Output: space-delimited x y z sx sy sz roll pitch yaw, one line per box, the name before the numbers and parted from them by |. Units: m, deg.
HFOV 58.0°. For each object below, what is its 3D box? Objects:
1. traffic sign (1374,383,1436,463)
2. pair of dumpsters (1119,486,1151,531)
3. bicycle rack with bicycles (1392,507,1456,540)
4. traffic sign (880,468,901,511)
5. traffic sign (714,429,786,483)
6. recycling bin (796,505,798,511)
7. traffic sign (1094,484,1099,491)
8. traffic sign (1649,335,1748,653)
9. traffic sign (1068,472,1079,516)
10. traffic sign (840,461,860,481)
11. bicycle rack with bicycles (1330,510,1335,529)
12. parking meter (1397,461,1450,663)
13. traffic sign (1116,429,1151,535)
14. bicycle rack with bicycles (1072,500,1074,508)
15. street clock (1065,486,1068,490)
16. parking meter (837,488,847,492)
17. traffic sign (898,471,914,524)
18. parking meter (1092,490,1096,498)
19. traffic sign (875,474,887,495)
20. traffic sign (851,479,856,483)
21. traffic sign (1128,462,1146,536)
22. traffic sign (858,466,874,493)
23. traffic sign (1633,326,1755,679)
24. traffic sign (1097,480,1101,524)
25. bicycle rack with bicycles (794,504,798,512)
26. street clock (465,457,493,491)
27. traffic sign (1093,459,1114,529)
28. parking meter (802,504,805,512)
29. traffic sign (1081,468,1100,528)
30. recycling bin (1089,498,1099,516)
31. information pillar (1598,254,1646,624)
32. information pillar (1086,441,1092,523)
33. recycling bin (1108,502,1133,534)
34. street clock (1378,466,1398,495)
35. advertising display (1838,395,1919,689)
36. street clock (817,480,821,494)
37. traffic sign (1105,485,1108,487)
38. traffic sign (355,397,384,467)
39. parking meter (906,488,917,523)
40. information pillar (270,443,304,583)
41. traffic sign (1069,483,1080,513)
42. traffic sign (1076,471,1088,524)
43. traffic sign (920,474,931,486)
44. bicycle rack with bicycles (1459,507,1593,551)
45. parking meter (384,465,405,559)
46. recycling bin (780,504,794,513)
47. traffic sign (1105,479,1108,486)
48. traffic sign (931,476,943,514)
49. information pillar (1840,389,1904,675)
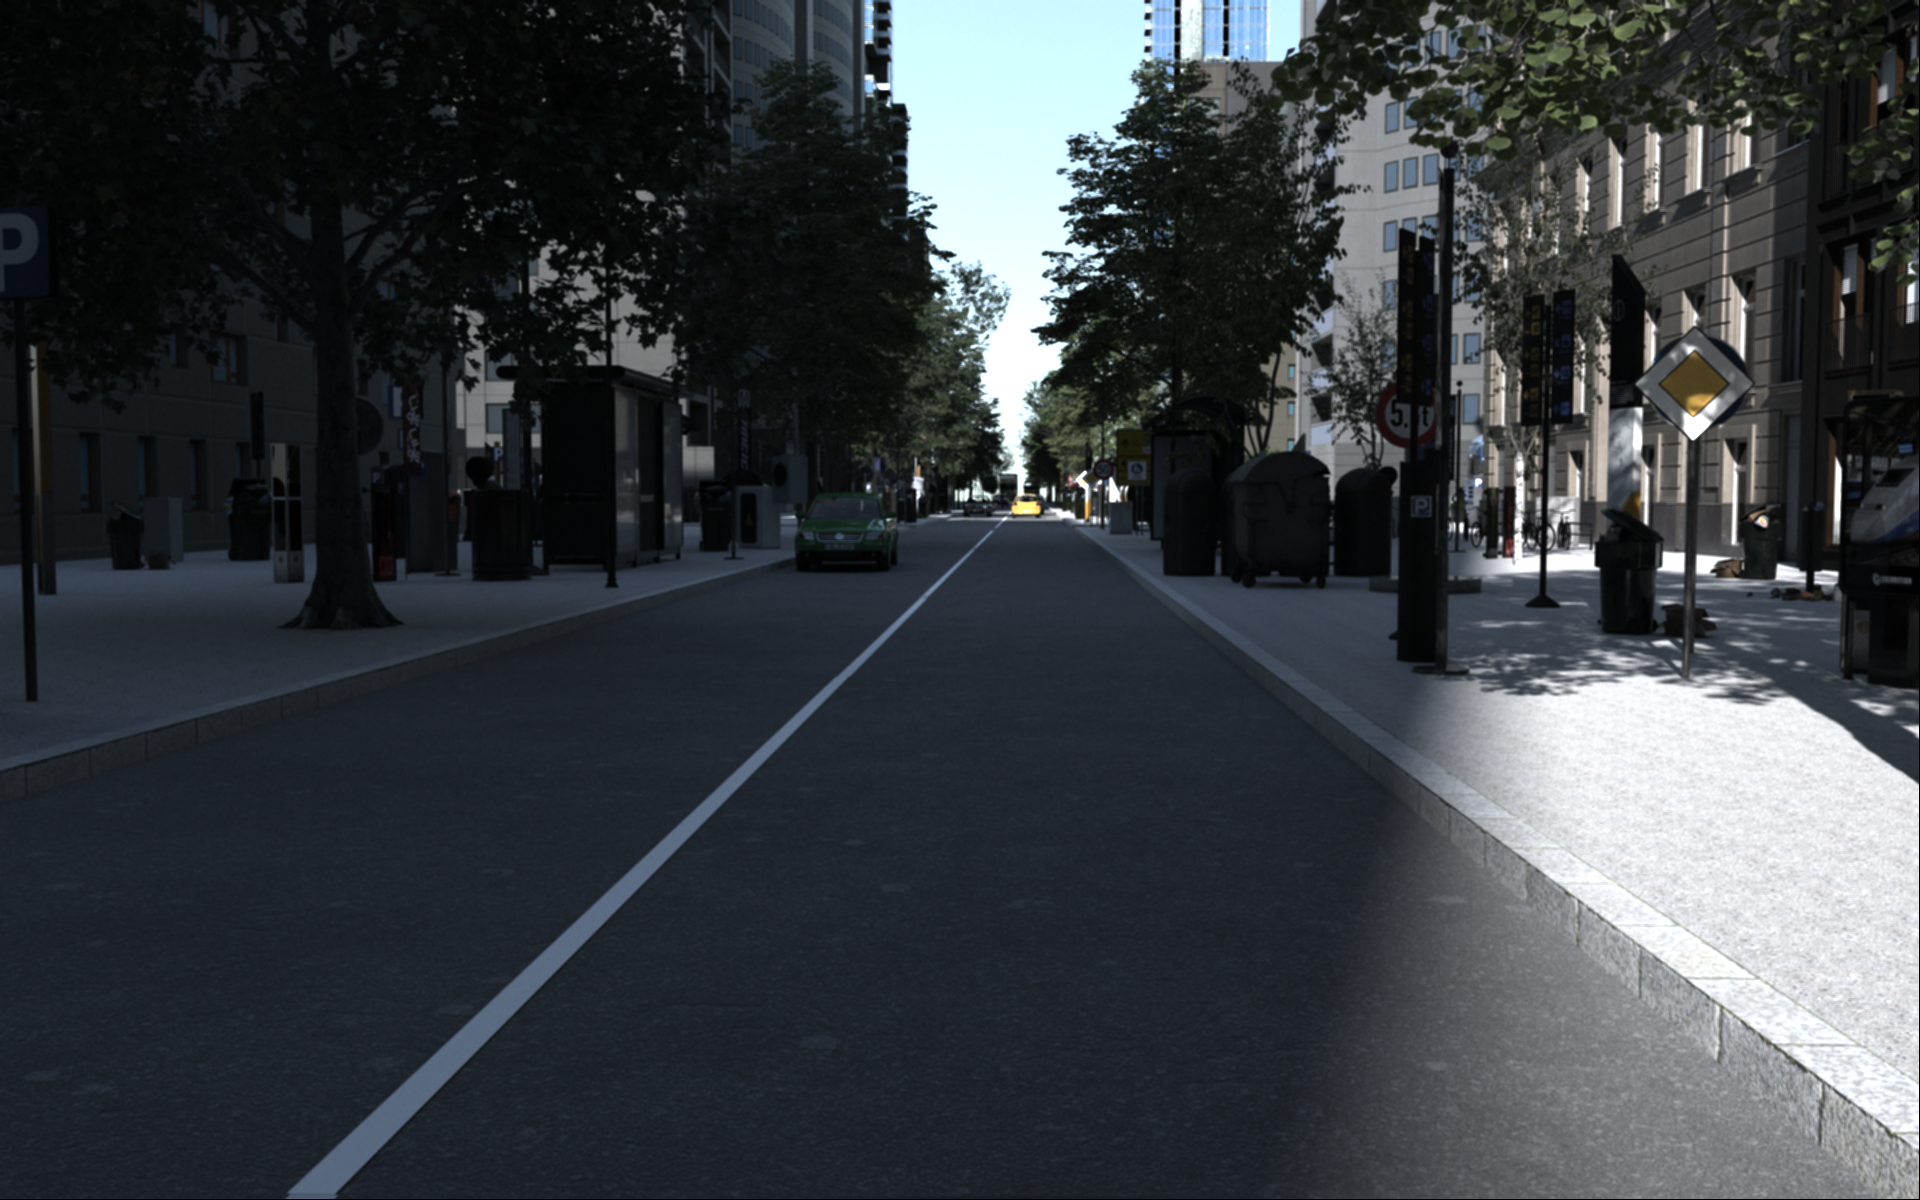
traffic sign | 4.995 -1.176 19.328 0.768 2.556 0.104 0 4 4
pair of dumpsters | 6.551 -3.607 61.469 1.574 2.255 4.437 0 4 2
bicycle rack with bicycles | 13.067 -2.128 48.168 2.852 0.926 2.925 1 4 19
traffic sign | -2.670 -3.836 66.360 0.795 2.450 0.064 0 4 2
traffic sign | -6.537 -3.674 53.935 2.265 3.308 0.079 0 4 4
recycling bin | -11.724 -7.096 128.566 0.722 1.027 0.722 -2 4 -26
traffic sign | 9.585 -7.500 122.726 0.768 2.556 0.104 0 4 8
traffic sign | 5.886 -0.844 13.912 0.768 2.556 0.104 1 4 10
traffic sign | 6.777 -6.238 102.101 0.768 2.556 0.104 1 4 9
traffic sign | -4.234 -4.075 66.730 0.768 2.556 0.104 0 4 6
bicycle rack with bicycles | 12.889 -3.019 62.739 2.925 0.926 2.852 2 4 25
parking meter | 3.561 -0.299 13.307 0.372 1.533 0.369 0 3 0
traffic sign | 6.001 -3.675 53.957 2.265 3.308 0.079 0 4 3
bicycle rack with bicycles | 10.460 -7.982 143.894 2.925 0.926 2.852 1 4 18
street clock | 9.170 -8.727 147.254 0.471 2.002 0.358 -1 4 -12
parking meter | -4.570 -3.590 67.110 0.372 1.533 0.369 0 3 0
traffic sign | -2.346 -4.324 74.339 0.795 2.450 0.064 0 4 2
parking meter | 9.341 -6.826 120.009 0.372 1.533 0.369 0 3 0
traffic sign | -4.076 -5.339 89.425 0.606 2.300 0.079 0 4 5
traffic sign | -5.115 -4.884 79.965 0.768 2.556 0.104 1 4 8
traffic sign | 5.465 -3.141 53.490 0.606 2.300 0.079 1 4 12
traffic sign | -4.321 -4.835 79.152 0.768 2.556 0.104 1 4 11
traffic sign | 5.049 -0.660 11.984 0.795 2.450 0.064 1 4 8
traffic sign | 5.799 -4.336 73.030 0.606 2.300 0.079 0 4 6
bicycle rack with bicycles | -11.042 -6.799 124.552 2.925 0.926 2.852 1 4 23
street clock | -9.291 -1.770 33.516 0.471 2.002 0.358 1 4 17
traffic sign | 5.193 -3.827 62.684 0.768 2.556 0.104 1 4 9
parking meter | -9.057 -5.694 101.501 0.372 1.533 0.369 0 3 0
traffic sign | 5.017 -3.816 66.029 0.795 2.450 0.064 0 4 2
recycling bin | 7.899 -5.532 103.006 0.722 1.027 0.722 2 4 23
information pillar | 6.428 -1.554 16.762 0.183 3.616 0.504 -1 4 -9
information pillar | 5.745 -5.253 77.235 0.183 3.616 0.504 2 4 32
recycling bin | 5.148 -2.633 55.596 0.722 1.027 0.722 0 4 1
street clock | 11.145 -2.485 45.204 0.471 2.002 0.358 0 4 -3
advertising display | 6.239 -0.385 11.516 0.123 1.923 0.974 -1 4 -12
street clock | -7.561 -5.286 90.997 0.471 2.002 0.358 -1 4 -16
traffic sign | 10.740 -7.512 122.819 0.884 2.594 0.081 0 4 7
traffic sign | -7.961 -1.390 22.834 0.768 2.556 0.104 1 4 10
parking meter | -2.147 -4.272 78.252 0.372 1.533 0.369 0 3 0
information pillar | -9.749 -1.261 25.112 0.304 2.012 0.304 2 4 25
traffic sign | 7.599 -7.060 115.431 0.884 2.594 0.081 1 4 10
traffic sign | 5.341 -4.304 74.007 0.795 2.450 0.064 0 4 2
traffic sign | -2.241 -6.692 109.522 0.768 2.556 0.104 0 4 7
bicycle rack with bicycles | 13.369 -1.638 40.167 2.852 0.926 2.925 0 4 1
parking meter | -11.226 -1.755 34.401 0.255 1.863 0.399 1 4 12
recycling bin | -11.951 -6.527 119.275 0.722 1.027 0.722 3 5 39
traffic sign | 10.028 -7.060 115.532 0.768 2.556 0.104 1 4 9
traffic sign | -1.504 -6.781 112.049 0.795 2.450 0.064 1 4 12
information pillar | 6.506 -0.481 12.364 0.304 2.012 0.304 3 4 39
